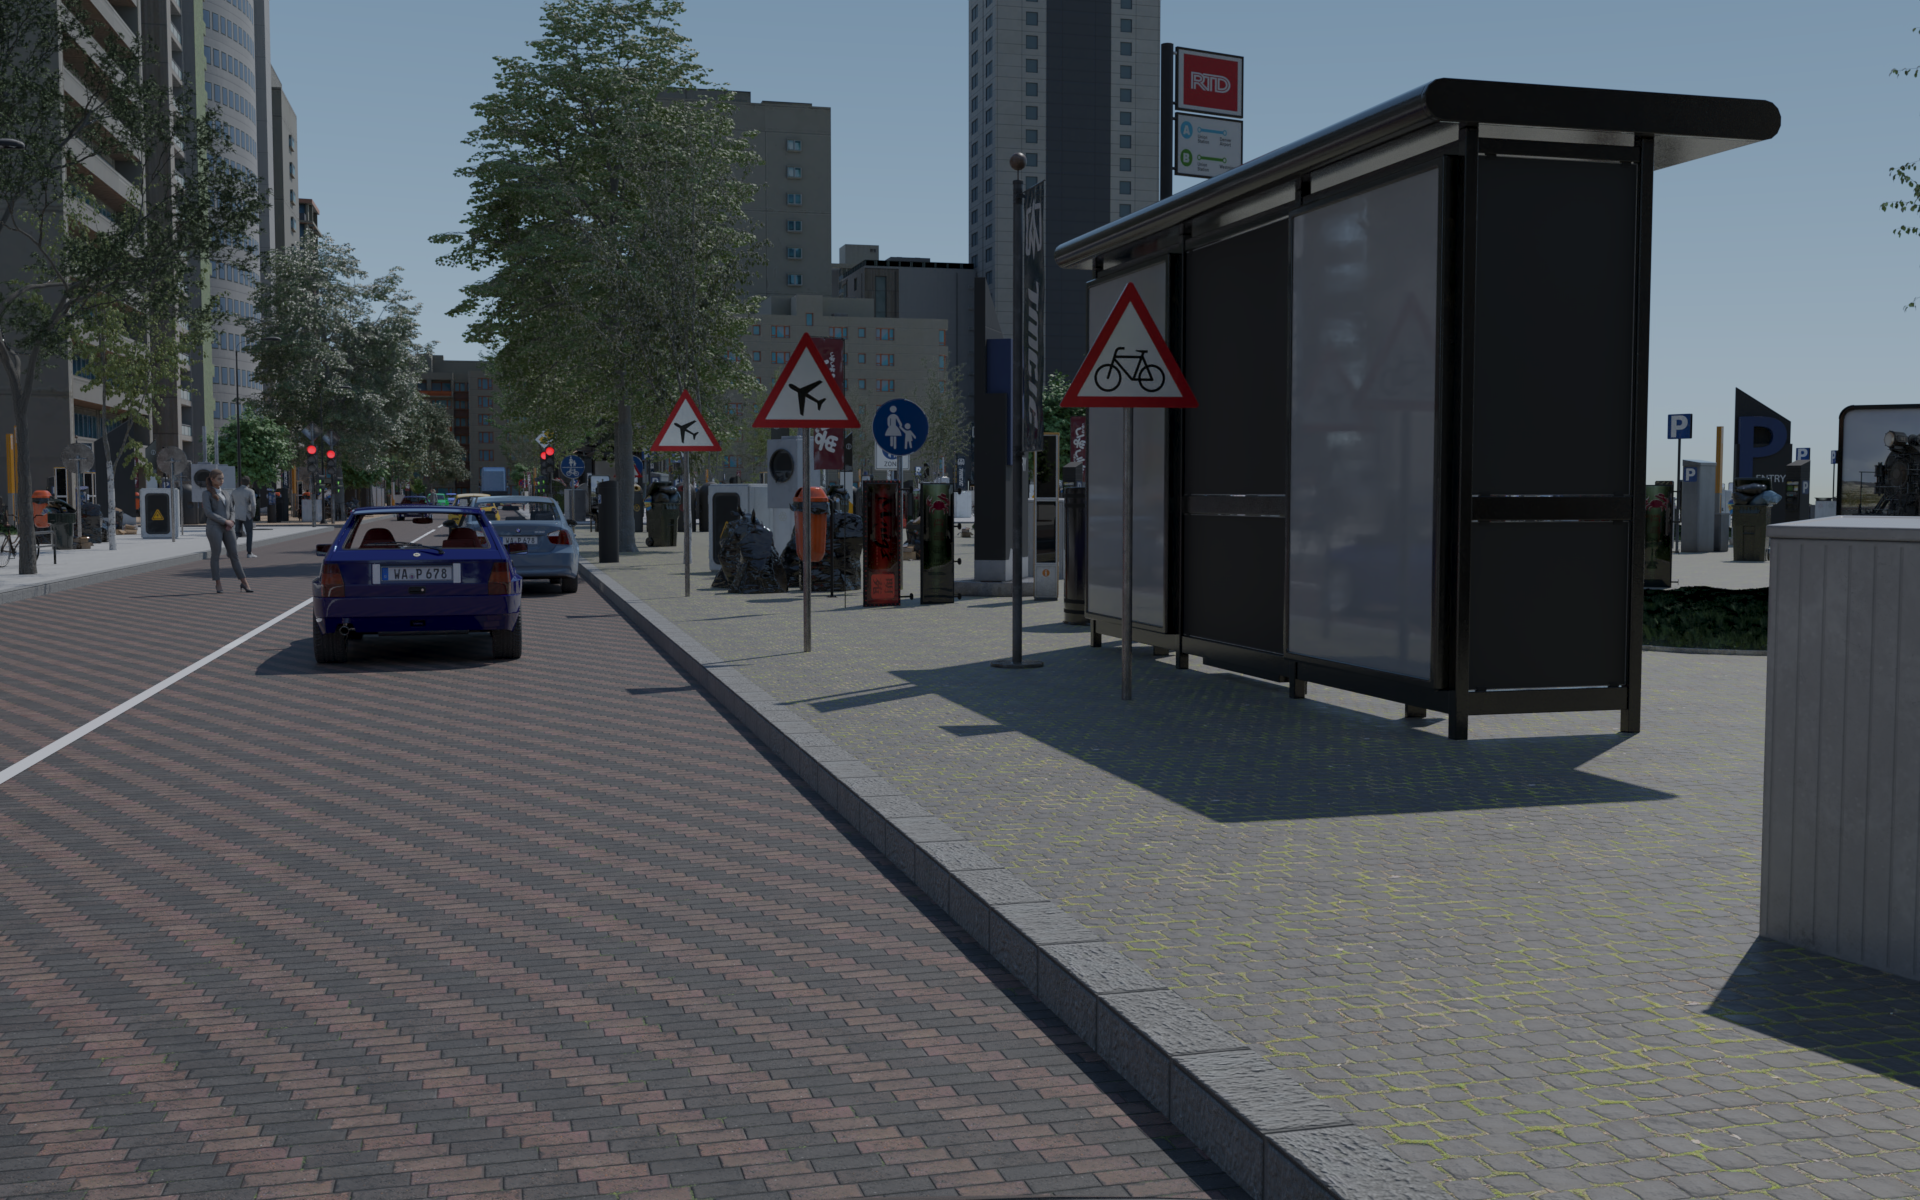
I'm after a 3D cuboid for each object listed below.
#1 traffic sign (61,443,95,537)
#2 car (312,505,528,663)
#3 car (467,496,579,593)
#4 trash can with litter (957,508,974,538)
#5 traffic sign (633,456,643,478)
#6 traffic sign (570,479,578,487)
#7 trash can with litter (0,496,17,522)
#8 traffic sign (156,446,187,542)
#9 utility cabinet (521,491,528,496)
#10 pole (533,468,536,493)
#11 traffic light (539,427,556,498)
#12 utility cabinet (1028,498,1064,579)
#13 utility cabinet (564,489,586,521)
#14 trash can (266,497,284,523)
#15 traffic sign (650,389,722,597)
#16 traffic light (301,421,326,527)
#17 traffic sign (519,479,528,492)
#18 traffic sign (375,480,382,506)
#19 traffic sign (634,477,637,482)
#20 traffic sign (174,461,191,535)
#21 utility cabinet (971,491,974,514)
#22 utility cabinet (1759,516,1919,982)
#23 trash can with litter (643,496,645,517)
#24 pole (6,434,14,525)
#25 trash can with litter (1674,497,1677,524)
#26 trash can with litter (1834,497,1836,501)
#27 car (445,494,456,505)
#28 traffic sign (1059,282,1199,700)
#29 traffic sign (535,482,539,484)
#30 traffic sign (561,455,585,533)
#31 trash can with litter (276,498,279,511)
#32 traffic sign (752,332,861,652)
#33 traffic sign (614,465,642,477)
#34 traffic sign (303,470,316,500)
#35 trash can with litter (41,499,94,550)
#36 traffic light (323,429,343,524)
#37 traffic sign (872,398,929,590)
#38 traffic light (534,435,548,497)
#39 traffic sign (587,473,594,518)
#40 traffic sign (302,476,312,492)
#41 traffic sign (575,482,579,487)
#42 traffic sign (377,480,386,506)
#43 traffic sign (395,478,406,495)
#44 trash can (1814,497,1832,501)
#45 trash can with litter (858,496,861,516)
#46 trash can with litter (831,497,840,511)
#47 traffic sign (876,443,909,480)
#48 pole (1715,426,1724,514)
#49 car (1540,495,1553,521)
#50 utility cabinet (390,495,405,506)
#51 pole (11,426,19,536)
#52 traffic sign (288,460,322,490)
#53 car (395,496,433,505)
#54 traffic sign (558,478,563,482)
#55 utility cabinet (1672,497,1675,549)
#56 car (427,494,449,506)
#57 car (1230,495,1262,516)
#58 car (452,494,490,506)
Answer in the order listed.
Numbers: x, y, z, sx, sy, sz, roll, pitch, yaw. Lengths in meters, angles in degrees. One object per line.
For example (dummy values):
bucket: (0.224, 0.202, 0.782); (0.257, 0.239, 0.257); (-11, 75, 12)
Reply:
traffic sign: (-21.860, -2.620, 42.946); (0.768, 2.556, 0.104); (-1, 4, -10)
car: (-5.016, -0.220, 16.171); (1.945, 1.354, 3.894); (-1, 4, -16)
car: (-6.762, -0.866, 26.158); (2.014, 1.417, 4.499); (-1, 4, -17)
trash can with litter: (0.463, -2.435, 51.207); (1.055, 1.170, 0.624); (-1, 4, -9)
traffic sign: (-10.796, -3.477, 56.948); (0.768, 2.556, 0.104); (0, 4, -6)
traffic sign: (-33.578, -9.224, 150.924); (0.768, 2.556, 0.104); (-1, 4, -9)
trash can with litter: (-43.862, -4.180, 79.403); (2.233, 1.210, 1.678); (1, 4, 10)
traffic sign: (-20.997, -2.817, 46.169); (0.768, 2.556, 0.104); (-1, 4, -11)
utility cabinet: (-36.128, -8.283, 144.111); (0.318, 1.500, 1.173); (0, 4, 8)
pole: (-33.130, -8.633, 135.000); (0.158, 3.312, 0.155); (0, 3, 0)
traffic light: (-16.373, -4.903, 69.090); (0.839, 4.253, 0.868); (-1, 4, -15)
utility cabinet: (1.255, -0.932, 26.405); (1.020, 1.237, 0.306); (3, 5, 43)
utility cabinet: (-17.948, -4.411, 80.792); (0.318, 1.500, 1.173); (2, 4, 27)
trash can: (-30.727, -4.041, 77.732); (0.748, 1.137, 0.748); (0, 3, 0)
traffic sign: (-3.412, -1.321, 21.604); (0.884, 2.594, 0.081); (-1, 4, -9)
traffic light: (-24.931, -4.763, 66.794); (0.839, 4.253, 0.868); (-1, 4, -15)
traffic sign: (-36.623, -8.881, 145.304); (0.768, 2.556, 0.104); (-1, 4, -10)
traffic sign: (-40.278, -7.307, 119.568); (0.768, 2.556, 0.104); (-1, 4, -11)
traffic sign: (-12.020, -3.721, 62.969); (0.606, 2.300, 0.079); (-1, 4, -10)
traffic sign: (-24.316, -3.178, 54.098); (0.606, 2.300, 0.079); (-1, 4, -11)
utility cabinet: (0.363, -6.298, 111.650); (1.173, 1.500, 0.318); (0, 4, 0)
utility cabinet: (2.636, 0.402, 4.587); (0.306, 1.237, 1.020); (-2, 4, -23)
trash can with litter: (-17.781, -5.151, 95.605); (0.624, 1.170, 1.055); (2, 4, 29)
pole: (-32.215, -3.973, 58.795); (0.158, 3.312, 0.155); (0, 3, 0)
trash can with litter: (23.964, -2.919, 59.107); (1.055, 1.170, 0.624); (3, 4, 37)
trash can with litter: (42.268, -4.458, 83.940); (1.678, 1.210, 2.233); (-3, 5, -39)
car: (-59.051, -11.706, 200.987); (1.945, 1.707, 3.694); (-1, 4, -13)
traffic sign: (1.039, -0.656, 10.733); (0.884, 2.594, 0.081); (-1, 4, -10)
traffic sign: (-32.354, -8.169, 133.662); (0.768, 2.556, 0.104); (-1, 4, -9)
traffic sign: (-12.639, -3.453, 56.568); (0.768, 2.556, 0.104); (-1, 4, -8)
trash can with litter: (-32.368, -4.338, 82.316); (0.624, 1.170, 1.055); (-3, 5, -40)
traffic sign: (-1.243, -0.857, 14.023); (0.884, 2.594, 0.081); (-1, 4, -14)
traffic sign: (-10.561, -3.369, 55.080); (0.884, 2.594, 0.081); (-1, 4, -14)
traffic sign: (-33.585, -5.473, 89.585); (0.768, 2.556, 0.104); (-1, 4, -9)
trash can with litter: (-20.624, -1.753, 40.042); (0.624, 1.170, 1.055); (1, 4, 15)
traffic light: (-26.994, -5.235, 74.509); (0.839, 4.253, 0.868); (-1, 4, -15)
traffic sign: (-0.803, -1.412, 23.188); (0.768, 2.556, 0.104); (-1, 4, -9)
traffic light: (-18.437, -5.375, 76.805); (0.839, 4.253, 0.868); (-1, 4, -15)
traffic sign: (-17.808, -5.021, 84.219); (0.606, 2.300, 0.079); (-1, 4, -10)
traffic sign: (-37.405, -6.082, 99.553); (0.768, 2.556, 0.104); (-1, 4, -8)
traffic sign: (-27.925, -7.807, 127.642); (0.884, 2.594, 0.081); (-1, 4, -10)
traffic sign: (-43.216, -7.785, 129.411); (0.606, 2.300, 0.079); (0, 4, -8)
traffic sign: (-43.344, -8.201, 134.189); (0.768, 2.556, 0.104); (-1, 4, -12)
trash can: (36.659, -3.785, 73.535); (0.748, 1.137, 0.748); (0, 3, 0)
trash can with litter: (-4.065, -4.256, 80.648); (2.233, 1.210, 1.678); (-1, 4, -20)
trash can with litter: (-4.905, -2.585, 53.321); (1.678, 1.210, 2.233); (2, 4, 26)
traffic sign: (-1.186, -1.719, 30.239); (0.606, 2.300, 0.079); (-1, 4, -10)
pole: (22.825, -3.563, 52.100); (0.158, 3.312, 0.155); (0, 3, 0)
car: (29.881, -4.554, 86.465); (4.499, 1.417, 2.014); (-1, 4, -17)
utility cabinet: (-41.686, -7.173, 128.432); (1.020, 1.237, 0.306); (-1, 4, -19)
pole: (-28.052, -3.537, 51.674); (0.158, 3.312, 0.155); (0, 3, 0)
traffic sign: (-39.111, -6.694, 103.314); (2.265, 3.308, 0.079); (-1, 4, -11)
car: (-29.525, -4.966, 93.780); (1.945, 1.354, 3.894); (-1, 4, -14)
traffic sign: (-31.647, -8.342, 136.496); (0.768, 2.556, 0.104); (0, 4, -7)
utility cabinet: (16.678, -1.839, 41.237); (0.306, 1.237, 1.020); (0, 4, 3)
car: (-42.993, -8.162, 142.250); (1.959, 1.807, 4.718); (-1, 4, -13)
car: (13.299, -4.119, 79.707); (4.827, 1.381, 2.083); (-1, 4, -16)
car: (-16.973, -3.069, 60.406); (2.015, 1.641, 3.980); (-1, 4, -17)
